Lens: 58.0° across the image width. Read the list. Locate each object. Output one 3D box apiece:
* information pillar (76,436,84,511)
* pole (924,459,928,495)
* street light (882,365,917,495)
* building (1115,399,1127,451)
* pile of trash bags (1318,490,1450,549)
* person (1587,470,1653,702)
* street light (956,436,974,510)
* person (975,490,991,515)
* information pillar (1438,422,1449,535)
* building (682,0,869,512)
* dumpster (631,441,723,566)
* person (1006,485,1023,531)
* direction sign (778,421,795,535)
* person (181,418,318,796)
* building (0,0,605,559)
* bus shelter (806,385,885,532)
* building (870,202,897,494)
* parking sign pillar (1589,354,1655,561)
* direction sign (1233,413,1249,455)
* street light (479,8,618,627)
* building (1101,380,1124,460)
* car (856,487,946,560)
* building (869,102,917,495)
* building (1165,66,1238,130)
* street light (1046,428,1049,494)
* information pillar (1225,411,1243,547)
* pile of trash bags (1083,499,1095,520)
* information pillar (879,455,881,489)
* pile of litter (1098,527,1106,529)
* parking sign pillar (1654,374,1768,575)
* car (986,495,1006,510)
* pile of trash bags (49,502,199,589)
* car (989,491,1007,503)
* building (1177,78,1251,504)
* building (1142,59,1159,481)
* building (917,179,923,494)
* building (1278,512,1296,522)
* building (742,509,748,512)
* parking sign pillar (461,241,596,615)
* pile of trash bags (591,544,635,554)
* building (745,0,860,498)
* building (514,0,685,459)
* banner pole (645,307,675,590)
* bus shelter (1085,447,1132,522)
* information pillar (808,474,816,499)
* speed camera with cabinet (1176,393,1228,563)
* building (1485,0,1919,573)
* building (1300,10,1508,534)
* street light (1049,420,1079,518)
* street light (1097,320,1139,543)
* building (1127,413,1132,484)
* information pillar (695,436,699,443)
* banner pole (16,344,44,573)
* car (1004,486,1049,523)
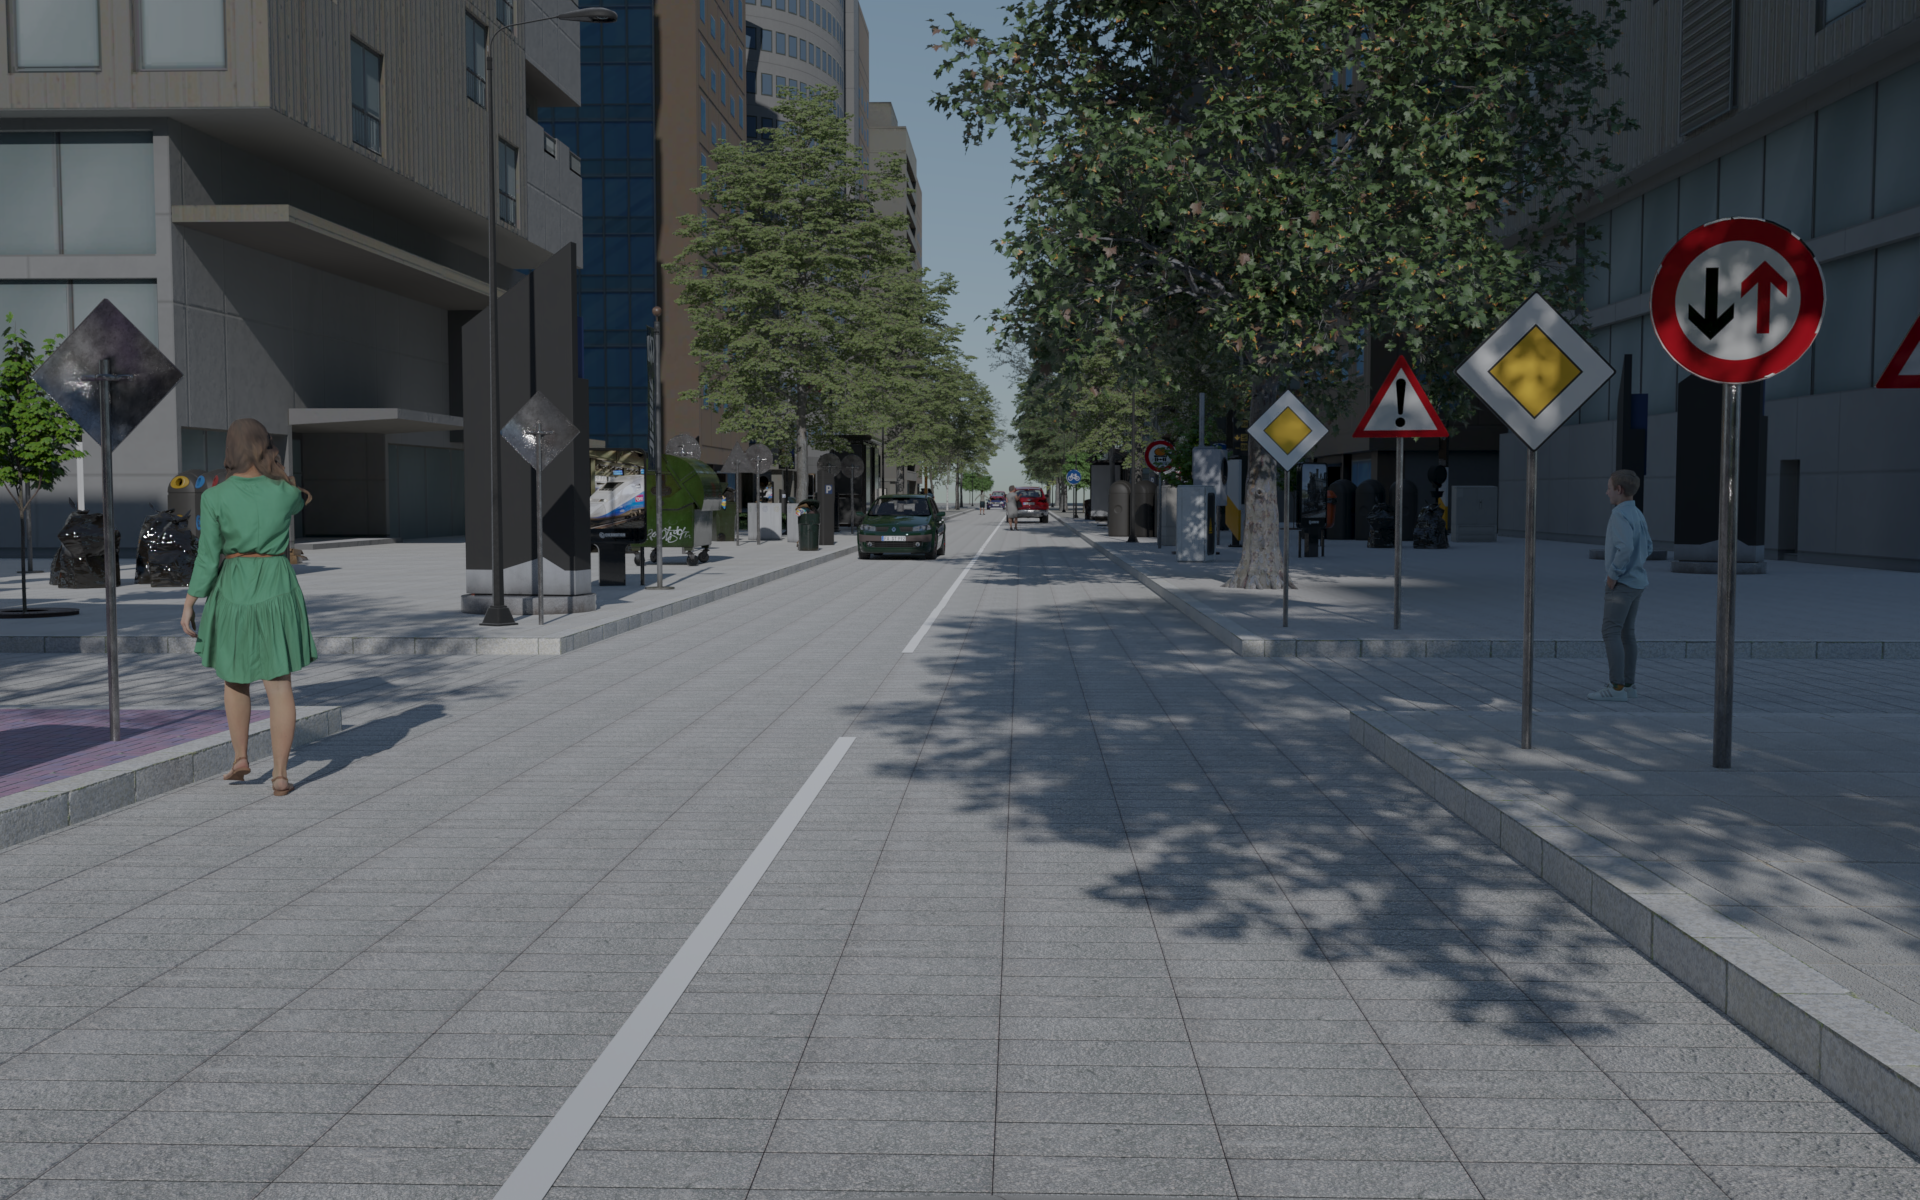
[{"bbox_3d":[-14.141,-2.230,27.822,0.183,3.616,0.504,-2,4,-28],"label":"information pillar"},{"bbox_3d":[-1.653,-5.529,84.240,0.158,3.312,0.155,0,3,0],"label":"pole"},{"bbox_3d":[-2.245,-5.506,62.562,1.470,5.913,1.316,0,4,2],"label":"street light"},{"bbox_3d":[30.699,-36.283,212.837,23.786,49.044,30.456,0,4,2],"label":"building"},{"bbox_3d":[10.160,-1.962,41.839,3.447,1.369,1.912,2,4,31],"label":"pile of trash bags"},{"bbox_3d":[4.651,-0.113,12.158,0.589,1.601,0.330,-3,5,-44],"label":"person"},{"bbox_3d":[0.375,-10.186,139.088,1.470,5.913,1.316,0,4,2],"label":"street light"},{"bbox_3d":[1.567,-6.736,119.418,1.217,1.735,0.721,1,4,22],"label":"person"},{"bbox_3d":[15.061,-3.829,53.952,0.183,3.616,0.504,-1,4,-14],"label":"information pillar"},{"bbox_3d":[-15.442,-30.717,152.332,14.600,45.320,14.200,0,4,2],"label":"building"},{"bbox_3d":[-5.223,-1.772,31.471,1.502,2.255,1.985,0,4,2],"label":"dumpster"},{"bbox_3d":[2.175,-3.604,67.777,0.716,1.782,0.532,2,4,35],"label":"person"},{"bbox_3d":[-5.430,-3.811,54.307,0.379,3.537,0.876,2,4,28],"label":"direction sign"},{"bbox_3d":[-3.407,0.025,8.346,0.600,1.795,0.529,-3,4,-38],"label":"person"},{"bbox_3d":[-26.108,-27.899,45.384,28.713,52.752,27.495,0,4,2],"label":"building"},{"bbox_3d":[-4.133,-5.188,62.451,2.179,5.291,8.768,0,4,2],"label":"bus shelter"},{"bbox_3d":[-22.981,-30.827,195.895,32.217,40.220,23.993,0,4,2],"label":"building"},{"bbox_3d":[13.159,-2.785,34.010,1.447,3.967,1.447,1,4,16],"label":"parking sign pillar"},{"bbox_3d":[5.922,-2.628,34.960,0.876,3.537,0.379,-1,4,-12],"label":"direction sign"},{"bbox_3d":[-3.971,-2.703,16.733,1.470,5.913,1.316,0,4,2],"label":"street light"},{"bbox_3d":[30.724,-37.644,239.177,21.300,48.544,21.600,0,4,2],"label":"building"},{"bbox_3d":[-1.287,-1.796,39.154,2.009,1.686,4.222,0,4,4],"label":"car"},{"bbox_3d":[-16.698,-36.363,218.240,21.300,48.544,21.600,0,4,2],"label":"building"},{"bbox_3d":[26.749,-31.179,133.472,21.300,48.544,21.600,0,4,2],"label":"building"},{"bbox_3d":[6.759,-9.112,121.520,1.470,5.913,1.316,0,4,2],"label":"street light"},{"bbox_3d":[6.609,-3.083,41.759,0.183,3.616,0.504,-2,4,-32],"label":"information pillar"},{"bbox_3d":[7.945,-4.930,90.363,1.912,1.369,3.447,2,4,26],"label":"pile of trash bags"},{"bbox_3d":[-4.242,-5.862,87.198,0.504,3.616,0.183,1,4,16],"label":"information pillar"},{"bbox_3d":[5.961,-3.053,63.875,1.719,0.858,1.176,2,4,34],"label":"pile of litter"},{"bbox_3d":[12.385,-2.428,28.175,1.447,3.967,1.447,3,5,42],"label":"parking sign pillar"},{"bbox_3d":[3.316,-8.890,157.939,1.945,1.354,3.894,0,4,3],"label":"car"},{"bbox_3d":[-12.357,-0.882,24.169,3.447,1.369,1.912,-1,4,-17],"label":"pile of trash bags"},{"bbox_3d":[4.661,-12.206,208.240,2.281,1.827,5.304,0,4,1],"label":"car"},{"bbox_3d":[26.204,-48.526,106.065,22.319,86.520,31.000,0,4,2],"label":"building"},{"bbox_3d":[23.597,-28.626,151.629,14.154,41.232,14.086,0,4,2],"label":"building"},{"bbox_3d":[-12.449,-35.838,236.066,14.600,45.320,14.200,0,4,2],"label":"building"},{"bbox_3d":[21.050,-24.471,83.694,14.154,41.232,14.086,0,4,2],"label":"building"},{"bbox_3d":[-26.111,-25.232,104.419,32.217,40.220,23.993,0,4,2],"label":"building"},{"bbox_3d":[-4.735,-1.862,18.916,1.447,3.967,1.447,1,4,13],"label":"parking sign pillar"},{"bbox_3d":[-8.797,-1.678,37.184,3.447,1.369,1.912,-2,4,-28],"label":"pile of trash bags"},{"bbox_3d":[-19.397,-35.992,130.466,21.231,58.520,28.212,0,4,2],"label":"building"},{"bbox_3d":[-18.397,-26.553,84.253,14.600,45.320,14.200,0,4,2],"label":"building"},{"bbox_3d":[-4.055,-2.017,22.994,0.401,3.779,0.863,0,4,3],"label":"banner pole"},{"bbox_3d":[6.713,-5.128,77.762,2.014,3.302,5.546,0,4,2],"label":"bus shelter"},{"bbox_3d":[-5.409,-3.570,62.857,0.304,2.012,0.304,0,4,7],"label":"information pillar"},{"bbox_3d":[4.670,-2.380,33.253,0.660,3.252,2.038,1,4,20],"label":"speed camera with cabinet"},{"bbox_3d":[28.231,-27.397,37.185,27.495,52.752,28.713,0,4,2],"label":"building"},{"bbox_3d":[20.345,-25.160,61.479,14.600,45.320,14.200,0,4,2],"label":"building"},{"bbox_3d":[5.603,-7.280,91.575,1.470,5.913,1.316,0,4,2],"label":"street light"},{"bbox_3d":[4.045,-4.483,45.839,1.470,5.913,1.316,0,4,2],"label":"street light"},{"bbox_3d":[25.470,-31.035,191.018,14.154,41.232,14.086,0,4,2],"label":"building"},{"bbox_3d":[-10.597,-4.760,69.174,0.183,3.616,0.504,3,5,43],"label":"information pillar"},{"bbox_3d":[-15.046,-2.318,27.914,0.401,3.779,0.863,-2,4,-28],"label":"banner pole"},{"bbox_3d":[3.375,-4.809,87.292,2.281,1.827,5.304,0,3,0],"label":"car"}]
